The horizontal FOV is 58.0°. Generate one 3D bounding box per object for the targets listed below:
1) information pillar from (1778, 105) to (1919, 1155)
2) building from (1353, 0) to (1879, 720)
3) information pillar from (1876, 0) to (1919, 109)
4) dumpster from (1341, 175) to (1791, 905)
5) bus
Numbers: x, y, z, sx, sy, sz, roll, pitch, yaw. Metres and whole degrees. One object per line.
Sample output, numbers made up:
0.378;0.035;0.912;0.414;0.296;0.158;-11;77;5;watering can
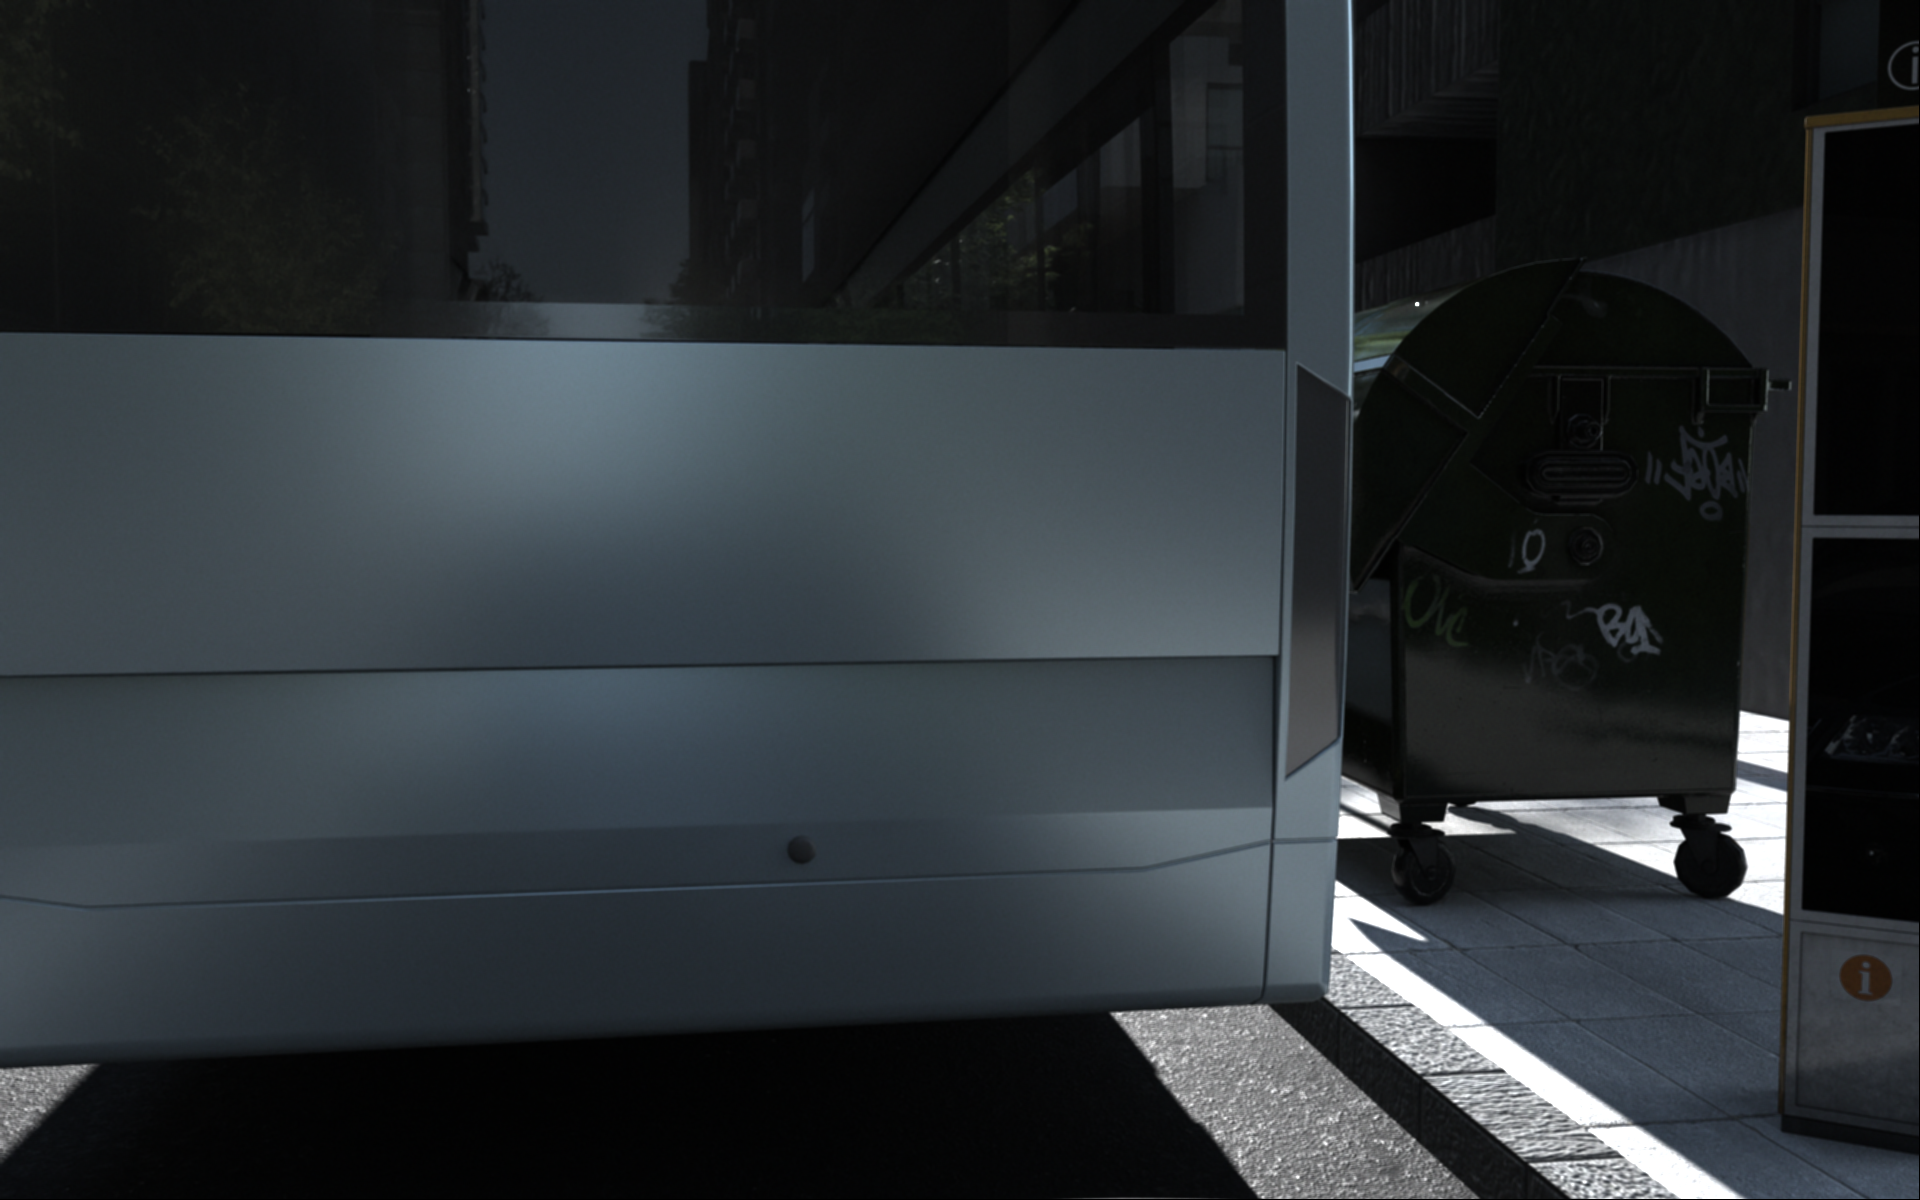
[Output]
1.845;0.062;3.473;0.304;2.012;0.304;2;4;30;information pillar
10.785;-14.927;15.752;14.160;30.474;14.107;-1;4;-8;building
4.056;-0.973;7.266;0.504;3.616;0.183;2;4;25;information pillar
1.743;-0.225;6.180;1.502;2.255;1.985;-1;4;-8;dumpster
-1.644;-0.891;9.429;2.948;3.499;13.247;-1;4;-10;bus
